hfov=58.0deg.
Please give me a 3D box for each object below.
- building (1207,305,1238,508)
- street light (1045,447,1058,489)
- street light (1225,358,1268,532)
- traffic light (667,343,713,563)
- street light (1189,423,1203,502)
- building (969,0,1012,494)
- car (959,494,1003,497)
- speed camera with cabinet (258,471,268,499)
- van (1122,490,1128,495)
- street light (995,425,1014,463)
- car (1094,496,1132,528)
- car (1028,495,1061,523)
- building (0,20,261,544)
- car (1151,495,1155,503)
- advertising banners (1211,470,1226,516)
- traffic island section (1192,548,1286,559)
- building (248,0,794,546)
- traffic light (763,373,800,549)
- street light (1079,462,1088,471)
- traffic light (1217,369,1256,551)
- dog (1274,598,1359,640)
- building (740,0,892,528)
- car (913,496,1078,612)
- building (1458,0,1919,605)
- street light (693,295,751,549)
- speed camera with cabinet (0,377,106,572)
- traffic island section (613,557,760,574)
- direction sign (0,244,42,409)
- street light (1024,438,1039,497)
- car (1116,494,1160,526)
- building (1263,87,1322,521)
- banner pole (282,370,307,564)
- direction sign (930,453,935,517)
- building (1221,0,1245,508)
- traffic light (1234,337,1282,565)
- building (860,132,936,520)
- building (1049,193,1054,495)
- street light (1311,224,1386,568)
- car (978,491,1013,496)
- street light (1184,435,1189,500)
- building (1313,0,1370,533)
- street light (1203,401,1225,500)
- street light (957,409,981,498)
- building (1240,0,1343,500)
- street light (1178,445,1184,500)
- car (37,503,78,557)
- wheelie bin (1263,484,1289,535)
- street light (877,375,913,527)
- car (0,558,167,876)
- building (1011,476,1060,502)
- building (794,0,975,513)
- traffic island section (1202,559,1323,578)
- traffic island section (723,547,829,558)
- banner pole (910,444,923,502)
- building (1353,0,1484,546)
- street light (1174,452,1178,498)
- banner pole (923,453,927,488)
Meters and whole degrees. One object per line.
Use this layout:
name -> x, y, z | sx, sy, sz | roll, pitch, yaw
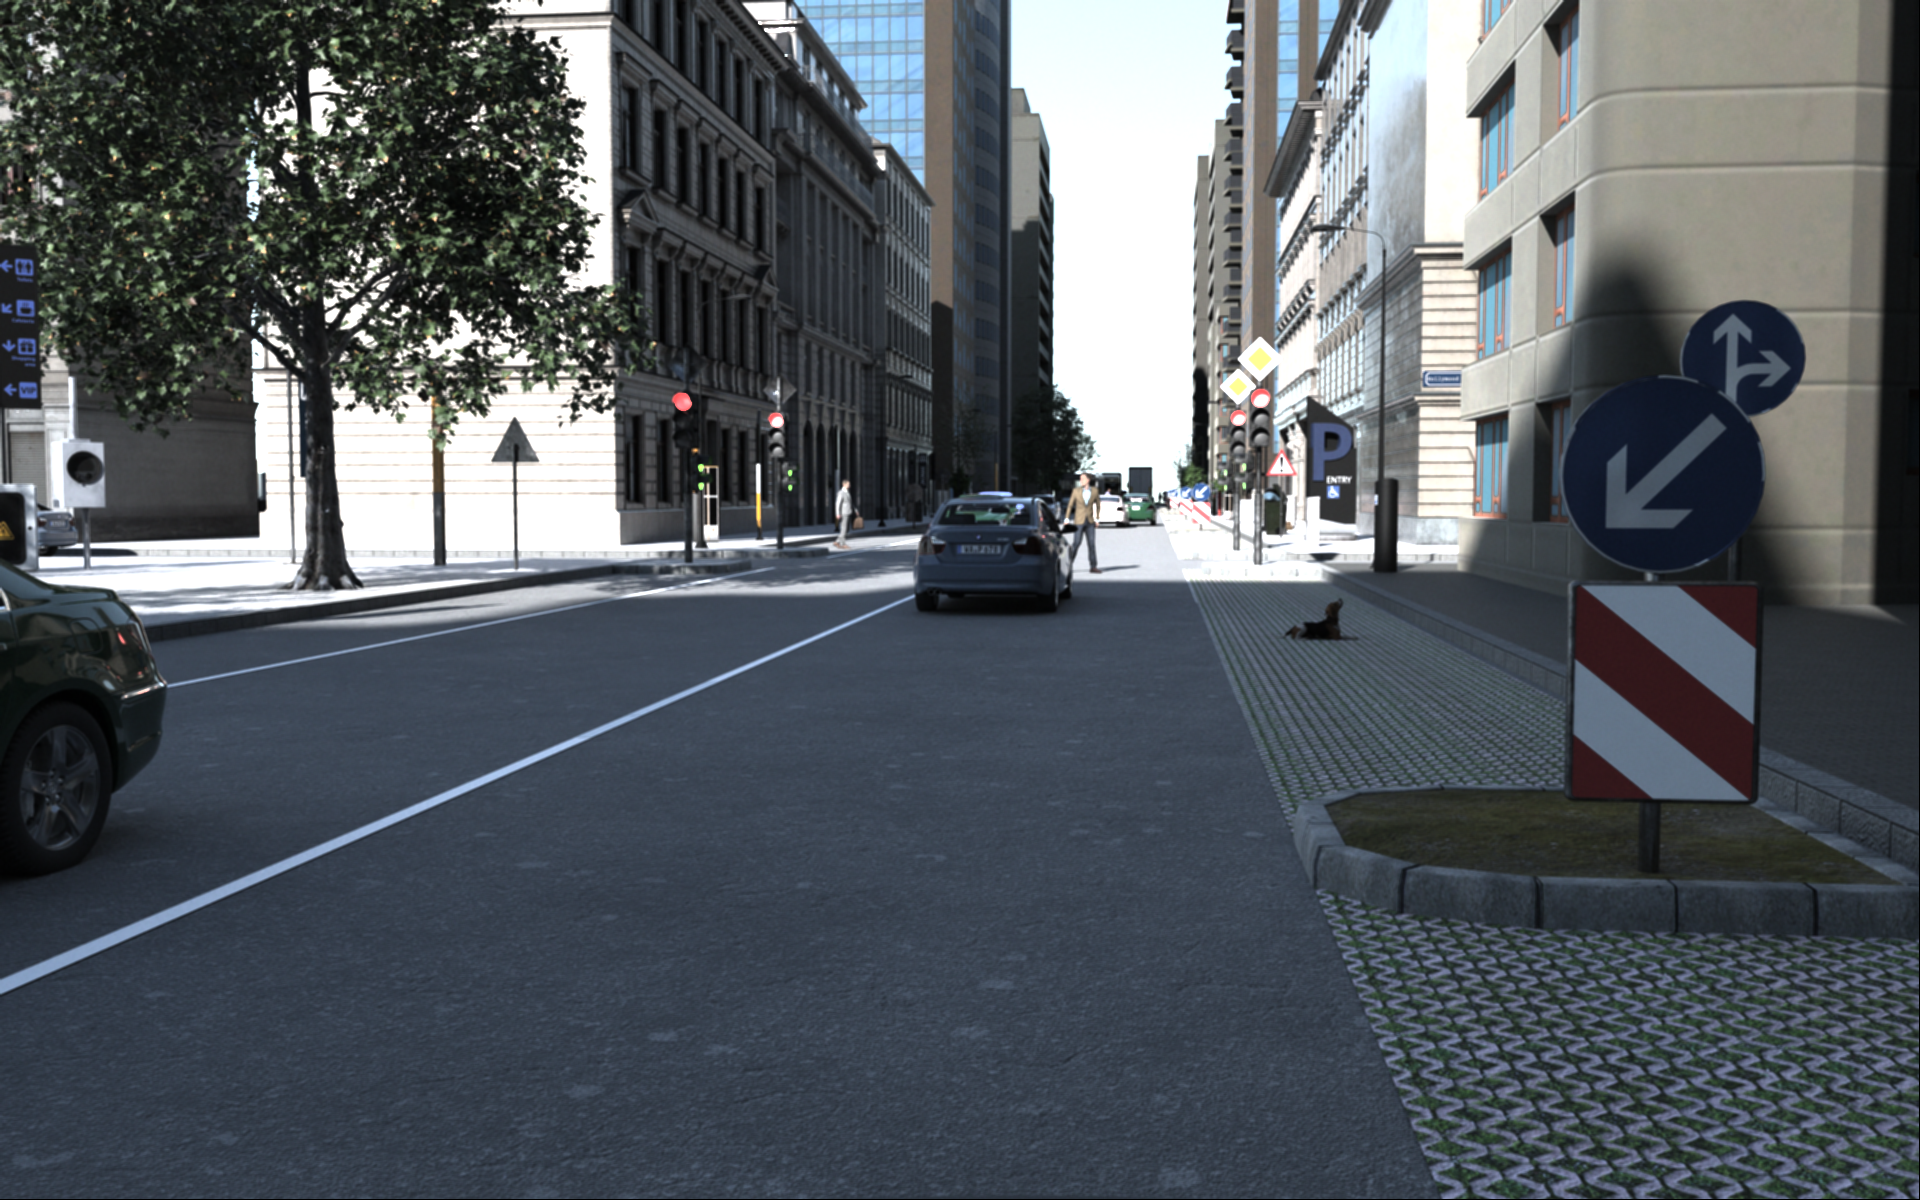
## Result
building -> 38.964, -19.954, 171.288 | 27.650, 21.520, 28.899 | 0, 4, 6
street light -> 9.004, -12.183, 171.730 | 1.470, 5.913, 1.316 | 0, 4, 6
street light -> 9.921, -5.303, 59.243 | 1.470, 5.913, 1.316 | 0, 4, 6
traffic light -> -5.052, -2.649, 32.231 | 0.839, 4.253, 0.868 | 0, 4, 6
street light -> 15.962, -8.625, 113.561 | 1.470, 5.913, 1.316 | 0, 4, 6
building -> -7.313, -36.820, 144.010 | 21.231, 58.520, 28.212 | 0, 4, 6
car -> 0.587, -2.206, 47.863 | 2.131, 1.459, 4.920 | 0, 4, 5
speed camera with cabinet -> -27.810, -4.714, 71.402 | 2.038, 3.252, 0.660 | -3, 4, -38
van -> 24.757, -15.956, 265.262 | 2.240, 2.365, 5.245 | 0, 4, 7
street light -> 2.926, -8.793, 116.299 | 1.470, 5.913, 1.316 | 0, 4, 6
car -> 6.319, -3.806, 74.597 | 2.083, 1.381, 4.827 | 0, 4, 8
car -> 3.958, -4.453, 84.812 | 2.014, 1.417, 4.499 | 0, 4, 8
building -> -31.135, -12.259, 49.585 | 18.267, 20.994, 9.793 | 0, 4, 6
car -> 28.084, -14.992, 257.691 | 1.945, 1.354, 3.894 | 0, 4, 7
advertising banners -> 14.907, -6.313, 99.411 | 0.090, 3.025, 2.074 | -1, 4, -16
traffic island section -> 6.269, -1.031, 39.140 | 2.009, 0.180, 2.903 | 0, 4, 6
building -> -12.135, -11.459, 51.987 | 10.561, 19.102, 19.286 | 0, 4, 6
traffic light -> -4.169, -3.134, 40.167 | 0.839, 4.253, 0.868 | 0, 4, 6
street light -> 17.998, -17.164, 253.174 | 1.470, 5.913, 1.316 | 0, 4, 6
traffic light -> 6.230, -3.065, 39.030 | 0.839, 4.253, 0.868 | 0, 4, 6
dog -> 3.507, 0.192, 17.059 | 0.550, 0.427, 0.748 | -3, 5, -40
building -> -11.276, -14.211, 74.154 | 13.314, 21.916, 24.055 | 0, 4, 6
car -> 0.492, -0.637, 22.419 | 2.014, 1.417, 4.499 | 0, 4, 7
building -> 20.525, -10.251, 12.649 | 27.650, 21.520, 28.899 | 0, 4, 6
street light -> -5.557, -4.161, 40.575 | 1.470, 5.913, 1.316 | 0, 4, 6
speed camera with cabinet -> -15.359, -2.104, 28.733 | 2.038, 3.252, 0.660 | -3, 5, -43
traffic island section -> -5.090, -0.617, 32.370 | 2.009, 0.180, 2.903 | 0, 4, 6
direction sign -> -8.807, -1.450, 15.704 | 0.876, 3.537, 0.379 | -3, 4, -38
street light -> 5.906, -10.519, 144.529 | 1.470, 5.913, 1.316 | 0, 4, 6
car -> 8.075, -4.132, 79.349 | 2.131, 1.459, 4.920 | 0, 4, 6
building -> 21.499, -14.750, 92.071 | 10.553, 20.767, 40.483 | 0, 4, 6
banner pole -> -12.048, -2.555, 31.796 | 0.863, 3.779, 0.401 | -3, 4, -39
direction sign -> -1.496, -6.315, 95.249 | 0.379, 3.537, 0.876 | -1, 4, -17
building -> 32.900, -29.796, 141.785 | 22.147, 44.769, 28.867 | 0, 4, 6
traffic light -> 5.347, -2.579, 31.094 | 0.839, 4.253, 0.868 | 0, 4, 6
building -> -7.278, -15.052, 95.247 | 9.793, 20.994, 18.267 | 0, 4, 6
building -> 5.032, -33.386, 229.454 | 14.154, 41.232, 14.086 | 0, 4, 6
street light -> 6.735, -3.508, 29.898 | 1.470, 5.913, 1.316 | 0, 4, 6
car -> 1.101, -2.804, 55.439 | 1.945, 1.707, 3.694 | 0, 4, 4
street light -> 18.399, -9.938, 135.035 | 1.470, 5.913, 1.316 | 0, 4, 6
building -> 18.506, -13.063, 62.730 | 9.793, 20.994, 18.267 | 0, 4, 6
street light -> 13.030, -6.971, 86.518 | 1.470, 5.913, 1.316 | 0, 4, 6
street light -> 0.450, -7.476, 94.775 | 1.470, 5.913, 1.316 | 0, 4, 6
building -> 27.053, -28.788, 120.791 | 14.600, 45.320, 14.200 | 0, 4, 6
street light -> 21.516, -11.625, 162.605 | 1.470, 5.913, 1.316 | 0, 4, 6
car -> -22.050, -1.622, 38.524 | 4.499, 1.417, 2.014 | 0, 4, 7
wheelie bin -> 9.857, -2.827, 54.128 | 0.693, 1.594, 0.980 | 1, 4, 23
street light -> -2.526, -5.822, 67.737 | 1.470, 5.913, 1.316 | 0, 4, 6
car -> -4.466, 0.396, 5.326 | 2.131, 1.459, 4.920 | 0, 4, 7
building -> -1.463, -34.127, 249.864 | 32.217, 40.220, 23.993 | 0, 4, 6
building -> -6.551, -28.900, 122.632 | 14.600, 45.320, 14.200 | 0, 4, 6
traffic island section -> 5.386, -0.546, 31.204 | 2.009, 0.180, 2.903 | 0, 4, 6
traffic island section -> -4.207, -1.102, 40.306 | 2.009, 0.180, 2.903 | 0, 4, 6
banner pole -> -2.349, -5.939, 87.116 | 0.401, 3.779, 0.863 | -2, 4, -27
building -> 28.744, -13.853, 45.587 | 34.723, 24.649, 14.460 | 0, 4, 6
street light -> 24.475, -13.279, 189.644 | 1.470, 5.913, 1.316 | 0, 4, 6
banner pole -> -2.146, -6.303, 93.079 | 0.863, 3.779, 0.401 | -1, 4, -19
